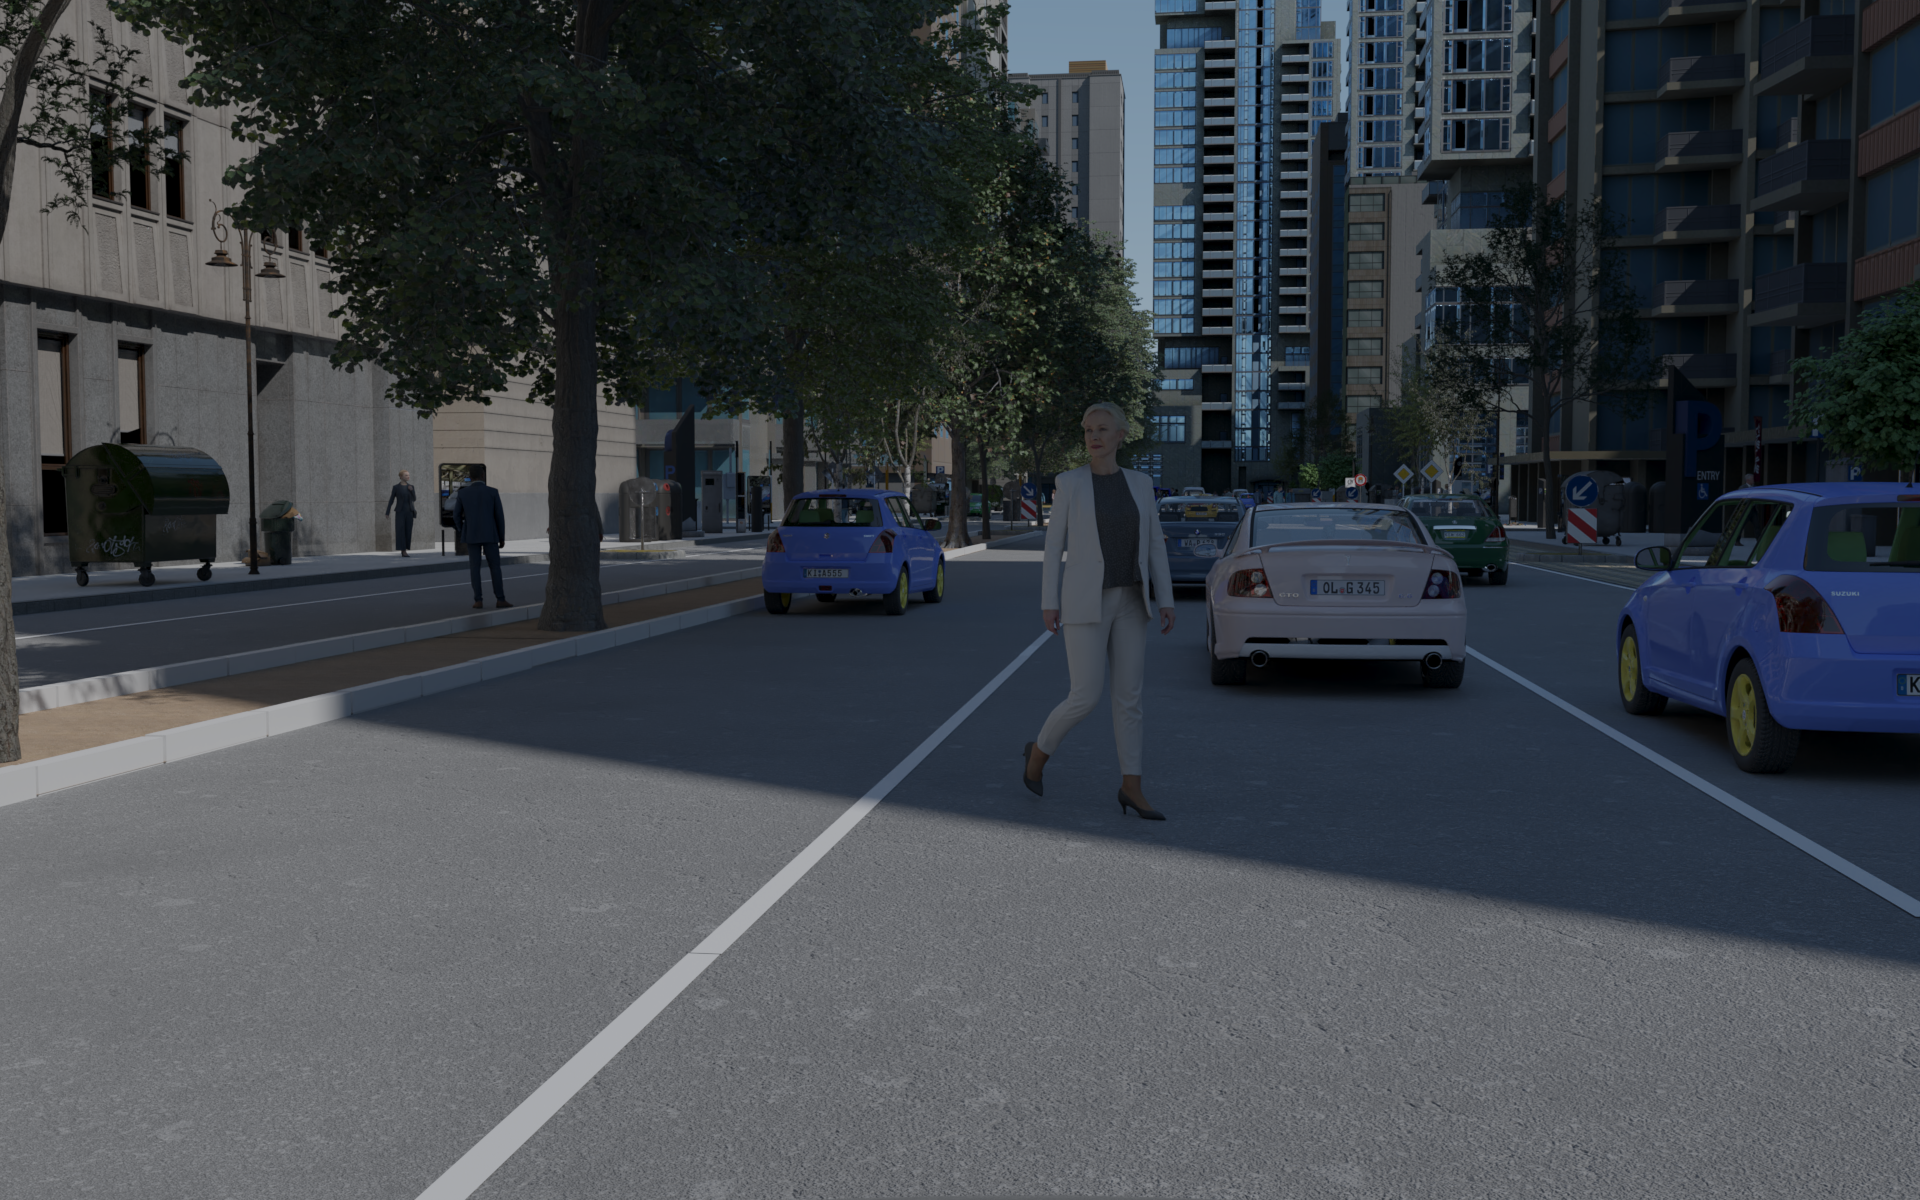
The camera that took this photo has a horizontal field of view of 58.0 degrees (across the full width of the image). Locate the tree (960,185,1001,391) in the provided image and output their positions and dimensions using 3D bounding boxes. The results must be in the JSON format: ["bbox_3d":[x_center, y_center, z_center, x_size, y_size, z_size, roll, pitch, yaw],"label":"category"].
[{"bbox_3d":[-1.170,-5.220,38.165,4.360,8.622,3.978,0,3,0],"label":"tree"}]

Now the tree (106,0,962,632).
[{"bbox_3d":[-4.089,-6.656,17.930,9.857,13.997,8.962,0,3,0],"label":"tree"}]

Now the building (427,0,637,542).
[{"bbox_3d":[-22.650,-16.250,53.075,23.554,28.519,14.401,0,4,8],"label":"building"}]

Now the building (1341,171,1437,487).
[{"bbox_3d":[42.167,-23.699,159.173,14.160,30.474,14.107,0,4,8],"label":"building"}]

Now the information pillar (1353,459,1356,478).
[{"bbox_3d":[25.905,-7.495,113.892,0.183,3.616,0.504,0,4,-1],"label":"information pillar"}]

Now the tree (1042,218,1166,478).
[{"bbox_3d":[4.814,-10.500,80.785,9.857,13.997,8.962,0,3,0],"label":"tree"}]

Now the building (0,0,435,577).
[{"bbox_3d":[-19.573,-13.010,30.736,12.078,24.808,19.932,0,4,8],"label":"building"}]

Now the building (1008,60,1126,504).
[{"bbox_3d":[8.535,-42.708,240.270,28.212,58.520,21.231,0,4,8],"label":"building"}]

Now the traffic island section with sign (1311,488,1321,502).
[{"bbox_3d":[24.146,-6.701,118.196,1.989,1.847,2.006,0,4,8],"label":"traffic island section with sign"}]

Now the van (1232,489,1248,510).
[{"bbox_3d":[24.928,-9.009,154.307,2.013,2.044,4.112,0,4,7],"label":"van"}]

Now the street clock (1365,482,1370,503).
[{"bbox_3d":[24.748,-6.140,104.954,0.358,2.002,0.471,-1,4,-23],"label":"street clock"}]

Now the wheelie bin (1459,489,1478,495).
[{"bbox_3d":[29.085,-5.617,99.743,0.980,1.594,0.693,-3,5,-41],"label":"wheelie bin"}]

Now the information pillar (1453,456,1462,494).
[{"bbox_3d":[29.271,-6.758,101.847,0.504,3.616,0.183,0,4,4],"label":"information pillar"}]

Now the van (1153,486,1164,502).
[{"bbox_3d":[15.125,-8.208,138.584,2.240,2.365,5.245,1,4,9],"label":"van"}]

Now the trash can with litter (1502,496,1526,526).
[{"bbox_3d":[22.257,-3.642,70.605,1.678,1.210,2.233,3,5,44],"label":"trash can with litter"}]

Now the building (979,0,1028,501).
[{"bbox_3d":[-3.437,-45.521,182.518,20.563,71.187,20.611,0,4,8],"label":"building"}]

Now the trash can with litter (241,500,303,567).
[{"bbox_3d":[-12.337,-1.202,31.034,0.624,1.170,1.055,1,4,16],"label":"trash can with litter"}]

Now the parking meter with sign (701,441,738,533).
[{"bbox_3d":[-8.111,-3.685,56.508,1.738,3.016,0.543,-1,4,-10],"label":"parking meter with sign"}]

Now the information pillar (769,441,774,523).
[{"bbox_3d":[-8.328,-5.185,76.135,0.183,3.616,0.504,-1,4,-12],"label":"information pillar"}]

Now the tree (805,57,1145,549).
[{"bbox_3d":[-0.041,-7.706,45.466,9.611,12.733,9.660,0,3,0],"label":"tree"}]

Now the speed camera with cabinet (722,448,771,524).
[{"bbox_3d":[-9.231,-4.913,74.666,2.038,3.252,0.660,-1,4,-17],"label":"speed camera with cabinet"}]

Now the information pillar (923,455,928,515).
[{"bbox_3d":[-2.060,-6.878,103.814,0.183,3.616,0.504,-2,4,-23],"label":"information pillar"}]

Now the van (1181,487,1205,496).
[{"bbox_3d":[14.325,-6.067,106.203,2.013,2.044,4.112,0,4,8],"label":"van"}]

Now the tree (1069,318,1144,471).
[{"bbox_3d":[5.396,-10.390,90.463,7.486,12.596,7.792,0,3,0],"label":"tree"}]

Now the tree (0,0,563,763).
[{"bbox_3d":[-5.097,-4.429,9.277,8.767,10.594,7.601,0,4,8],"label":"tree"}]

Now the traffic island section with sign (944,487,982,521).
[{"bbox_3d":[0.233,-5.189,93.474,1.989,1.847,2.006,0,4,8],"label":"traffic island section with sign"}]

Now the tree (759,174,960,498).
[{"bbox_3d":[-2.315,-4.908,33.069,4.360,8.622,3.978,0,3,0],"label":"tree"}]

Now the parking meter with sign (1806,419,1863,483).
[{"bbox_3d":[18.393,-2.434,36.058,0.543,3.016,1.738,-1,4,-10],"label":"parking meter with sign"}]

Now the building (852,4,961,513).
[{"bbox_3d":[-7.750,-28.872,122.173,14.600,45.320,14.200,0,4,8],"label":"building"}]

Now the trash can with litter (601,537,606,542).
[{"bbox_3d":[-9.992,-2.127,46.159,1.055,1.170,0.624,-1,4,-18],"label":"trash can with litter"}]

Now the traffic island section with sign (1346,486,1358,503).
[{"bbox_3d":[20.395,-5.032,90.897,1.989,1.847,2.006,0,4,8],"label":"traffic island section with sign"}]

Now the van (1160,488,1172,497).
[{"bbox_3d":[22.270,-11.335,189.719,2.240,2.365,5.245,1,4,9],"label":"van"}]

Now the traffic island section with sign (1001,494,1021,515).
[{"bbox_3d":[3.917,-6.823,120.177,1.989,1.847,2.006,0,4,8],"label":"traffic island section with sign"}]

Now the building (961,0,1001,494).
[{"bbox_3d":[-10.935,-34.872,159.394,28.713,52.752,27.495,0,4,8],"label":"building"}]

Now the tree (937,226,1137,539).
[{"bbox_3d":[0.905,-7.196,54.516,8.767,10.594,7.601,0,4,8],"label":"tree"}]

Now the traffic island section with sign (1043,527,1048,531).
[{"bbox_3d":[2.758,-3.658,67.946,2.006,1.907,1.989,0,4,8],"label":"traffic island section with sign"}]

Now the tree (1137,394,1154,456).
[{"bbox_3d":[3.423,-8.276,72.184,8.767,10.594,7.601,0,4,8],"label":"tree"}]

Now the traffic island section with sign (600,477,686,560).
[{"bbox_3d":[-7.266,-1.852,38.900,1.989,1.847,2.006,0,4,8],"label":"traffic island section with sign"}]

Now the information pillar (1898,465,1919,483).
[{"bbox_3d":[18.716,-1.815,34.167,0.304,2.012,0.304,-3,4,-38],"label":"information pillar"}]

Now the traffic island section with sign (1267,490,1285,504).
[{"bbox_3d":[30.890,-9.695,167.142,1.989,1.847,2.006,0,4,8],"label":"traffic island section with sign"}]

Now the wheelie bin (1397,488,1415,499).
[{"bbox_3d":[22.898,-4.946,88.767,0.980,1.594,0.693,0,4,5],"label":"wheelie bin"}]

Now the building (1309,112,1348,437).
[{"bbox_3d":[48.608,-33.839,203.377,14.600,45.320,14.200,0,4,8],"label":"building"}]

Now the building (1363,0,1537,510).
[{"bbox_3d":[48.850,-53.003,179.269,22.319,86.520,31.000,0,4,8],"label":"building"}]

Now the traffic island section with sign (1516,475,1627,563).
[{"bbox_3d":[12.966,-1.729,36.903,1.989,1.847,2.006,0,4,8],"label":"traffic island section with sign"}]

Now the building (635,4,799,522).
[{"bbox_3d":[-17.822,-28.947,92.884,23.786,49.044,30.456,0,4,8],"label":"building"}]

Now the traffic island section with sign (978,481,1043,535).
[{"bbox_3d":[1.739,-3.209,60.609,2.006,1.907,1.989,0,4,8],"label":"traffic island section with sign"}]

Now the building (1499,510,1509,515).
[{"bbox_3d":[40.777,-49.378,120.006,22.319,86.520,31.000,0,4,8],"label":"building"}]

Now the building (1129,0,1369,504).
[{"bbox_3d":[38.306,-56.508,236.571,31.000,86.520,22.319,0,4,8],"label":"building"}]

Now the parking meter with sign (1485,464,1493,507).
[{"bbox_3d":[30.702,-6.377,100.527,0.543,3.016,1.738,2,4,25],"label":"parking meter with sign"}]

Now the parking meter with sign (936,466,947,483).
[{"bbox_3d":[-1.089,-6.767,106.906,0.543,3.016,1.738,-1,4,-10],"label":"parking meter with sign"}]

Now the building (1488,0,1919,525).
[{"bbox_3d":[39.446,-25.859,77.419,28.867,44.769,22.147,0,4,8],"label":"building"}]

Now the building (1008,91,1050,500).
[{"bbox_3d":[-4.977,-35.892,206.435,30.456,49.044,23.786,0,4,8],"label":"building"}]

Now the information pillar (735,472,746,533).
[{"bbox_3d":[-7.256,-3.230,57.302,0.304,2.012,0.304,-1,4,-15],"label":"information pillar"}]

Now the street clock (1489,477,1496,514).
[{"bbox_3d":[23.298,-4.344,75.597,0.471,2.002,0.358,-3,5,-42],"label":"street clock"}]

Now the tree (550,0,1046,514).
[{"bbox_3d":[-2.600,-6.484,26.606,7.486,12.596,7.792,0,3,0],"label":"tree"}]

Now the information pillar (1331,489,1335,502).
[{"bbox_3d":[30.009,-9.078,139.772,0.504,3.616,0.183,-1,4,-20],"label":"information pillar"}]
